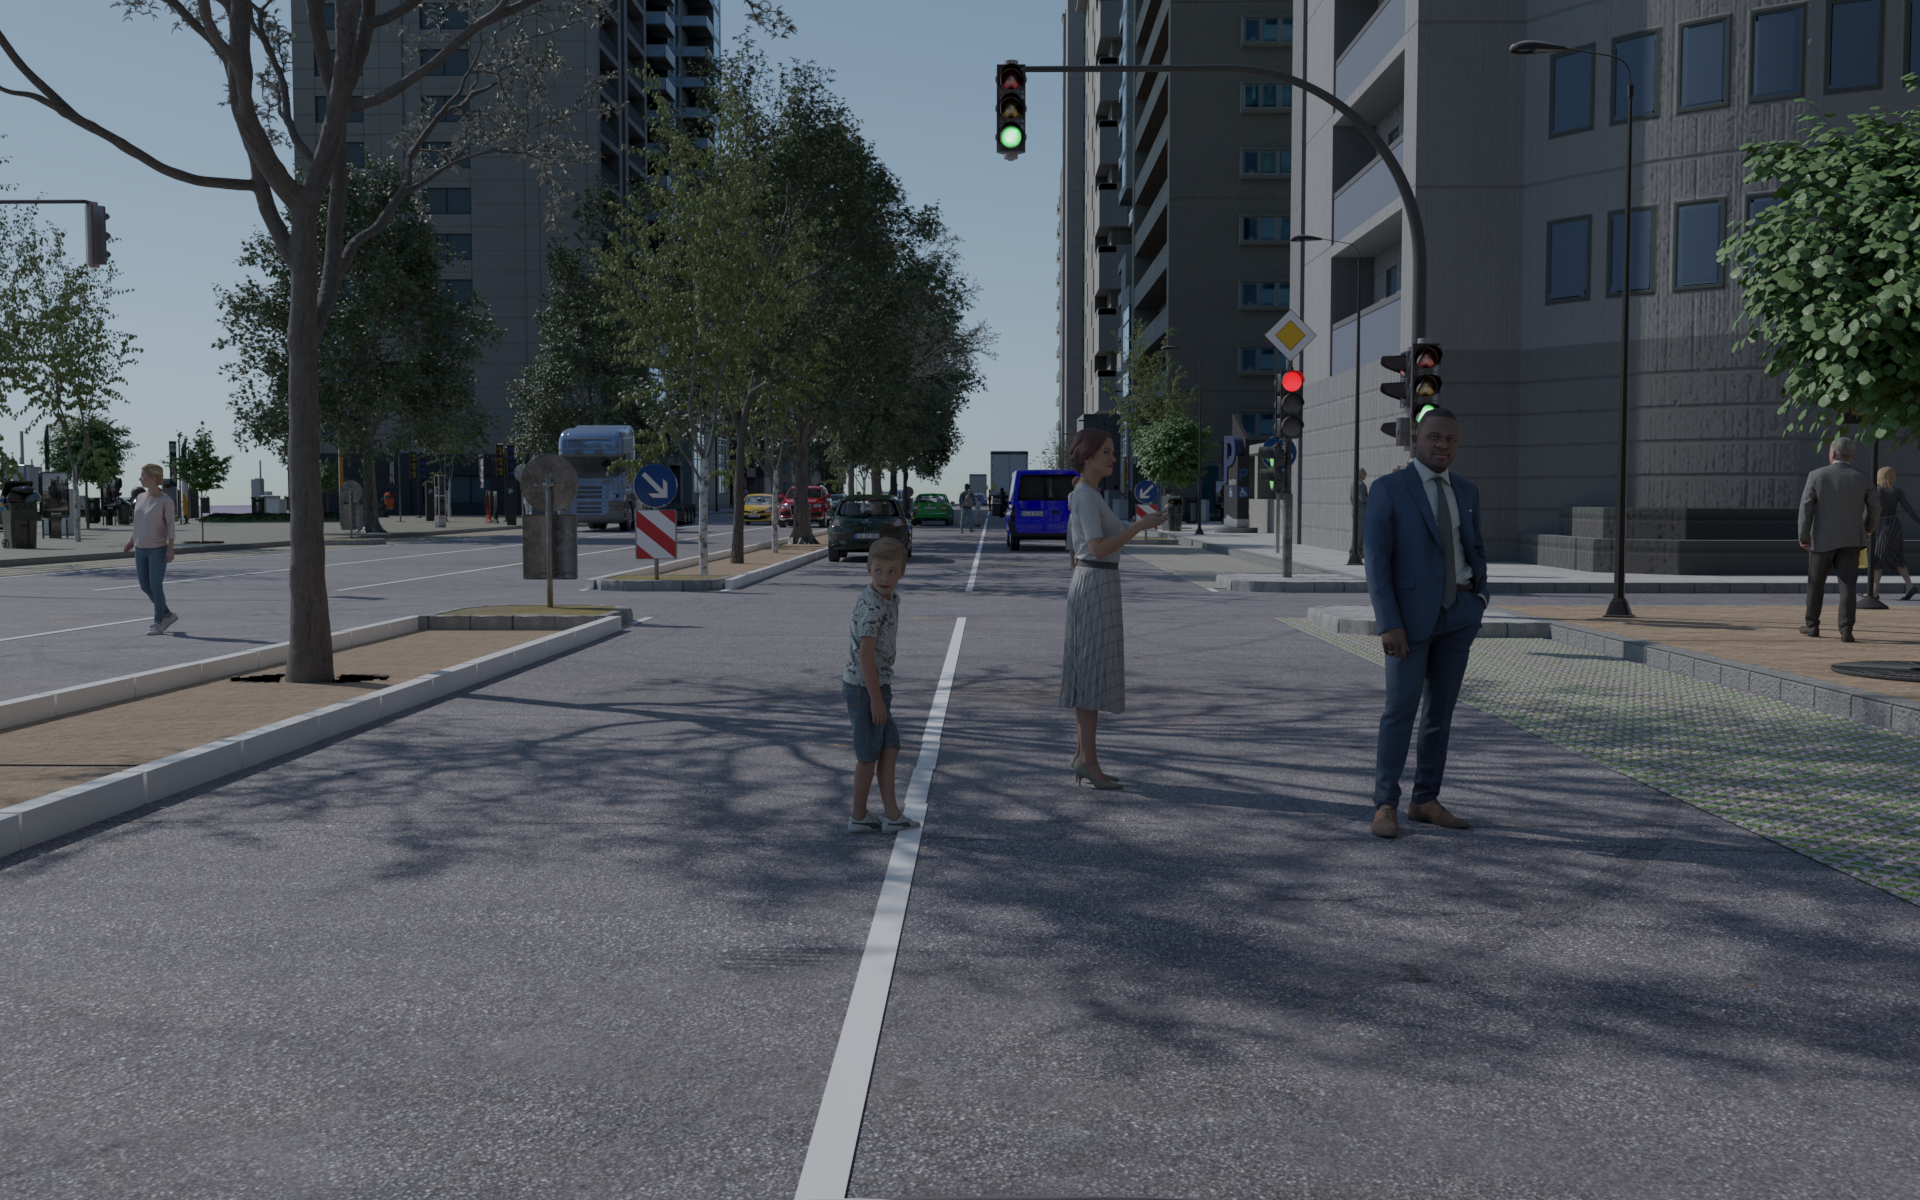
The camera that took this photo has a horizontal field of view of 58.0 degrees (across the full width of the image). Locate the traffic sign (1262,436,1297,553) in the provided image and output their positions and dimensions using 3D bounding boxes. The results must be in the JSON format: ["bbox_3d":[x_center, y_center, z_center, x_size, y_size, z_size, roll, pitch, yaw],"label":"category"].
[{"bbox_3d":[6.926,-2.299,37.688,0.768,2.556,0.104,0,4,5],"label":"traffic sign"}]

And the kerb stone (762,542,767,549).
[{"bbox_3d":[-5.207,-1.391,44.945,0.120,0.150,1.000,0,4,1],"label":"kerb stone"}]

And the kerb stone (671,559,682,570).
[{"bbox_3d":[-5.446,-0.639,32.645,0.120,0.150,1.000,0,4,1],"label":"kerb stone"}]

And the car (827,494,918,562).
[{"bbox_3d":[-1.943,-1.729,38.054,2.009,1.686,4.222,0,3,0],"label":"car"}]

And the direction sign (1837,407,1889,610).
[{"bbox_3d":[10.190,-1.669,19.288,0.876,3.537,0.379,0,4,0],"label":"direction sign"}]

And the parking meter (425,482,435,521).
[{"bbox_3d":[-25.149,-4.677,82.180,0.399,1.863,0.255,-3,4,-36],"label":"parking meter"}]

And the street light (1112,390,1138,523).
[{"bbox_3d":[7.370,-6.411,77.362,1.470,5.913,1.316,0,4,1],"label":"street light"}]

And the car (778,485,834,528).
[{"bbox_3d":[-6.694,-4.093,75.599,2.281,1.827,5.304,0,4,1],"label":"car"}]

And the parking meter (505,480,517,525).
[{"bbox_3d":[-18.433,-3.999,71.097,0.399,1.863,0.255,0,4,-4],"label":"parking meter"}]

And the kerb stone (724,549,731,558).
[{"bbox_3d":[-5.328,-1.016,38.814,0.120,0.150,1.000,0,4,1],"label":"kerb stone"}]

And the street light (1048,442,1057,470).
[{"bbox_3d":[8.884,-11.172,155.203,1.470,5.913,1.316,0,4,1],"label":"street light"}]

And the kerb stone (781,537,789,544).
[{"bbox_3d":[-5.112,-1.705,50.079,0.120,0.150,1.000,0,4,1],"label":"kerb stone"}]

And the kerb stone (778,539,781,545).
[{"bbox_3d":[-5.146,-1.573,48.022,0.120,0.150,1.000,0,4,1],"label":"kerb stone"}]

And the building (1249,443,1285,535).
[{"bbox_3d":[26.384,-22.472,59.299,32.217,40.220,23.993,0,4,1],"label":"building"}]

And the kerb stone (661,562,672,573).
[{"bbox_3d":[-5.462,-0.570,31.624,0.120,0.150,1.000,0,4,1],"label":"kerb stone"}]

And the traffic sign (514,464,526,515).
[{"bbox_3d":[-18.582,-4.494,73.582,0.768,2.556,0.104,1,4,9],"label":"traffic sign"}]

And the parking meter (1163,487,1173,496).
[{"bbox_3d":[7.437,-3.277,61.985,0.372,1.533,0.369,0,3,0],"label":"parking meter"}]

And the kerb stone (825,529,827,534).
[{"bbox_3d":[-4.888,-2.391,61.337,0.120,0.150,1.000,0,4,1],"label":"kerb stone"}]

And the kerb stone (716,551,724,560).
[{"bbox_3d":[-5.341,-0.953,37.787,0.120,0.150,1.000,0,4,1],"label":"kerb stone"}]

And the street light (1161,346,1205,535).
[{"bbox_3d":[7.009,-5.010,54.461,1.470,5.913,1.316,0,4,1],"label":"street light"}]

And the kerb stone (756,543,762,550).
[{"bbox_3d":[-5.224,-1.322,43.923,0.120,0.150,1.000,0,4,1],"label":"kerb stone"}]

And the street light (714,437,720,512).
[{"bbox_3d":[-17.206,-9.402,126.260,1.470,5.913,1.316,0,4,1],"label":"street light"}]

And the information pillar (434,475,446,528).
[{"bbox_3d":[-19.968,-3.794,66.524,0.304,2.012,0.304,3,5,42],"label":"information pillar"}]

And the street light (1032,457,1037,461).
[{"bbox_3d":[10.047,-14.810,214.676,1.470,5.913,1.316,0,4,1],"label":"street light"}]

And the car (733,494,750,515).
[{"bbox_3d":[-13.087,-5.949,109.071,2.131,1.459,4.920,0,4,3],"label":"car"}]

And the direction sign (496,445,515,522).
[{"bbox_3d":[-20.884,-5.357,79.578,0.876,3.537,0.379,-3,4,-38],"label":"direction sign"}]

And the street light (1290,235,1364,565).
[{"bbox_3d":[6.608,-3.585,31.163,1.470,5.913,1.316,0,4,1],"label":"street light"}]

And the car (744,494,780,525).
[{"bbox_3d":[-9.294,-4.287,80.323,2.015,1.641,3.980,0,4,1],"label":"car"}]

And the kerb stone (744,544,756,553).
[{"bbox_3d":[-5.240,-1.266,42.901,0.120,0.150,1.000,0,4,1],"label":"kerb stone"}]

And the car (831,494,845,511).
[{"bbox_3d":[-9.015,-6.946,125.366,2.131,1.459,4.920,0,4,3],"label":"car"}]

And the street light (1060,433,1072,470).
[{"bbox_3d":[8.507,-9.771,132.302,1.470,5.913,1.316,0,4,1],"label":"street light"}]

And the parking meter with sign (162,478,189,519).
[{"bbox_3d":[-38.899,-5.440,85.211,1.738,3.016,0.543,-1,4,-20],"label":"parking meter with sign"}]

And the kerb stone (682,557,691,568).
[{"bbox_3d":[-5.427,-0.702,33.670,0.120,0.150,1.000,0,4,1],"label":"kerb stone"}]

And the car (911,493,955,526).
[{"bbox_3d":[-1.243,-4.325,79.511,1.959,1.807,4.718,0,4,3],"label":"car"}]

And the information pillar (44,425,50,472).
[{"bbox_3d":[-30.828,-4.109,58.534,0.183,3.616,0.504,-1,4,-19],"label":"information pillar"}]

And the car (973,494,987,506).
[{"bbox_3d":[2.315,-12.487,213.745,1.945,1.707,3.694,0,4,3],"label":"car"}]

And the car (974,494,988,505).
[{"bbox_3d":[2.723,-13.371,230.414,2.131,1.459,4.920,0,4,0],"label":"car"}]

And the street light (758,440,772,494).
[{"bbox_3d":[-16.824,-10.818,149.410,1.470,5.913,1.316,0,4,1],"label":"street light"}]

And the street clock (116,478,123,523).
[{"bbox_3d":[-37.707,-4.468,77.618,0.358,2.002,0.471,-1,4,-10],"label":"street clock"}]

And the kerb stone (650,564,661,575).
[{"bbox_3d":[-5.482,-0.514,30.597,0.120,0.150,1.000,0,4,1],"label":"kerb stone"}]

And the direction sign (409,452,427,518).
[{"bbox_3d":[-29.258,-6.211,93.552,0.876,3.537,0.379,-2,4,-28],"label":"direction sign"}]

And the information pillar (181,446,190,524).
[{"bbox_3d":[-33.341,-5.084,74.482,0.183,3.616,0.504,0,4,-6],"label":"information pillar"}]

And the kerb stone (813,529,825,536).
[{"bbox_3d":[-4.910,-2.325,60.316,0.120,0.150,1.000,0,4,1],"label":"kerb stone"}]

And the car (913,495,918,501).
[{"bbox_3d":[-4.445,-11.774,204.874,2.083,1.381,4.827,0,4,3],"label":"car"}]

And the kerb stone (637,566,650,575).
[{"bbox_3d":[-5.493,-0.451,29.575,0.120,0.150,1.000,0,4,1],"label":"kerb stone"}]

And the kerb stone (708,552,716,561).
[{"bbox_3d":[-5.370,-0.891,36.765,0.120,0.150,1.000,0,4,1],"label":"kerb stone"}]

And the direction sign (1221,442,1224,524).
[{"bbox_3d":[11.546,-5.092,75.253,0.379,3.537,0.876,2,4,30],"label":"direction sign"}]

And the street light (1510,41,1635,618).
[{"bbox_3d":[6.334,-2.775,17.914,1.470,5.913,1.316,0,4,1],"label":"street light"}]

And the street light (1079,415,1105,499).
[{"bbox_3d":[7.909,-7.878,101.341,1.470,5.913,1.316,0,4,1],"label":"street light"}]

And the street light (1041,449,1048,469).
[{"bbox_3d":[9.693,-13.390,191.469,1.470,5.913,1.316,0,4,1],"label":"street light"}]

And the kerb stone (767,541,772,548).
[{"bbox_3d":[-5.181,-1.454,45.968,0.120,0.150,1.000,0,4,1],"label":"kerb stone"}]

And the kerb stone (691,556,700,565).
[{"bbox_3d":[-5.408,-0.765,34.702,0.120,0.150,1.000,0,4,1],"label":"kerb stone"}]
